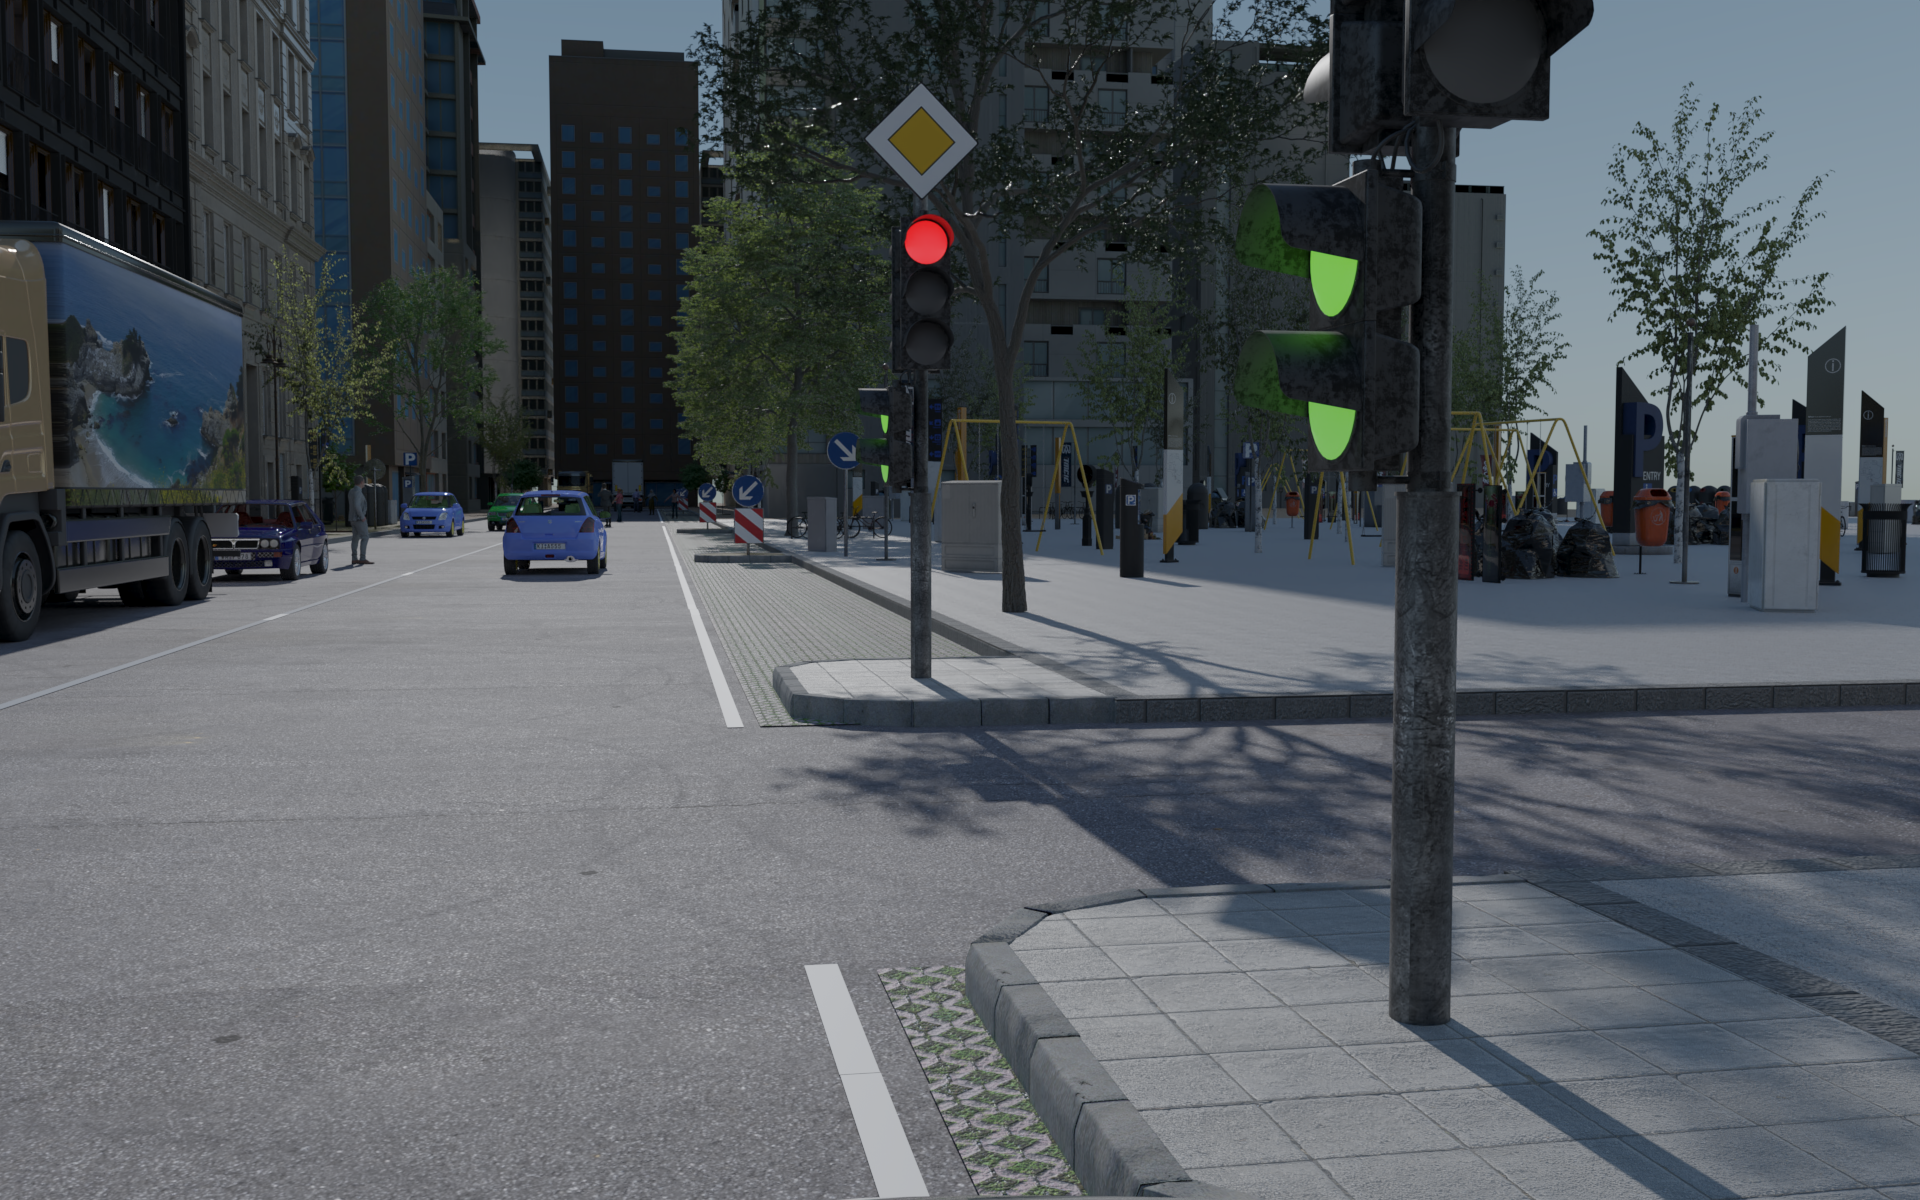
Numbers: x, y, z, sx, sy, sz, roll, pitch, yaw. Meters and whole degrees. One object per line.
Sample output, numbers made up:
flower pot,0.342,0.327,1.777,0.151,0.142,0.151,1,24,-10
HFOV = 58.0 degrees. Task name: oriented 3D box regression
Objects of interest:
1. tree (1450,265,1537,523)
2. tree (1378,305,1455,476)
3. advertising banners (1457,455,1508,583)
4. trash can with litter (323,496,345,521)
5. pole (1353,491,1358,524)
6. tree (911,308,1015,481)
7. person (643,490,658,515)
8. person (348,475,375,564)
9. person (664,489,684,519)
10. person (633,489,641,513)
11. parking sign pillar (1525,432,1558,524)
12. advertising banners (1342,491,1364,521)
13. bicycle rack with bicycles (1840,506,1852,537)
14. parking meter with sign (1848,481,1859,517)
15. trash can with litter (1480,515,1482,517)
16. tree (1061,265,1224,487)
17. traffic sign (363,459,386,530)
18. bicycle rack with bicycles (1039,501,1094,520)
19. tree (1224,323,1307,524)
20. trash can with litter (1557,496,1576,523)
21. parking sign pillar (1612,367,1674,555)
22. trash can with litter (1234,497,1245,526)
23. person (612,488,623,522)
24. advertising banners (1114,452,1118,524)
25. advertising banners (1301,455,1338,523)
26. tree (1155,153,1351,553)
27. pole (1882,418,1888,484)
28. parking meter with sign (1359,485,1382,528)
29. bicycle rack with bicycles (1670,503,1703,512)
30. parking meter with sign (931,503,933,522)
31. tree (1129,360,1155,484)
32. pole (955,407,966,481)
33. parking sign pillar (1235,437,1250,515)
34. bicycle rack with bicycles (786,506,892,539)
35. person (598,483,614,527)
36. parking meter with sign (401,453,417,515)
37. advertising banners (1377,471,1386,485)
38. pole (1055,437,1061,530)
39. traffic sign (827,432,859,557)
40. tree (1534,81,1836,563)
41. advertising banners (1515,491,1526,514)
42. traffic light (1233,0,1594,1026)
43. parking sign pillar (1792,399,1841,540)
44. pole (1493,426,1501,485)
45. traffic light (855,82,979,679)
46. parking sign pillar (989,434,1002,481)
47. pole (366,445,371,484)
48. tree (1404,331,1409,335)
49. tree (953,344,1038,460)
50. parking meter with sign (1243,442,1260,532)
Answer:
tree,17.269,-6.396,54.940,4.737,8.622,4.395,0,3,0
tree,10.505,-5.836,45.780,4.360,8.622,3.978,0,3,0
advertising banners,7.527,-1.805,25.702,0.090,3.025,2.074,-1,4,-13
trash can with litter,-29.492,-4.297,81.647,1.055,1.170,0.624,-2,4,-28
pole,17.067,-4.939,74.596,0.158,3.312,0.155,0,3,0
tree,0.003,-7.112,66.646,4.360,8.622,3.978,0,3,0
person,-21.075,-6.658,118.094,1.217,1.736,0.721,2,4,27
person,-12.294,-1.639,35.398,0.391,1.810,0.635,-3,5,-43
person,-16.628,-5.601,100.787,1.217,1.736,0.721,1,4,9
person,-24.919,-7.670,133.769,0.709,1.838,0.599,1,4,17
parking sign pillar,25.252,-5.303,75.170,1.447,3.967,1.447,-3,5,-40
advertising banners,19.186,-5.364,83.894,2.074,3.025,0.090,-2,4,-29
bicycle rack with bicycles,27.177,-2.411,52.809,2.852,0.926,2.925,2,4,31
parking meter with sign,50.899,-6.206,97.731,1.738,3.016,0.543,-1,4,-11
trash can with litter,28.439,-4.959,92.135,2.233,1.210,1.678,2,4,28
tree,5.446,-6.366,54.440,4.737,8.622,4.395,0,3,0
traffic sign,-21.102,-3.813,62.449,0.768,2.556,0.104,-1,4,-10
bicycle rack with bicycles,5.260,-4.576,88.206,2.852,0.926,2.925,-1,4,-18
tree,13.133,-7.509,73.131,4.737,8.622,4.395,0,3,0
trash can with litter,27.777,-4.138,78.720,2.233,1.210,1.678,0,4,1
parking sign pillar,14.540,-2.972,37.067,1.447,3.967,1.447,-3,4,-38
trash can with litter,11.221,-3.583,69.964,0.624,1.170,1.055,-1,4,-20
person,-17.728,-4.922,89.696,0.721,1.743,1.217,1,4,13
advertising banners,6.448,-4.737,73.643,0.090,3.025,2.074,-1,4,-9
advertising banners,16.042,-4.965,77.368,2.074,3.025,0.090,-2,4,-25
tree,6.486,-5.321,37.364,4.360,8.622,3.978,0,3,0
pole,24.622,-3.205,46.250,0.158,3.312,0.155,0,3,0
parking meter with sign,15.994,-4.328,67.017,0.543,3.016,1.738,-1,4,-22
bicycle rack with bicycles,28.725,-3.269,66.836,2.925,0.926,2.852,0,4,7
parking meter with sign,-1.281,-5.042,78.704,1.738,3.016,0.543,-1,4,-10
tree,10.220,-8.289,85.885,4.360,8.622,3.978,0,3,0
pole,0.046,-2.874,40.836,0.158,3.312,0.155,0,3,0
parking sign pillar,13.256,-5.677,81.294,1.447,3.967,1.447,0,4,-2
bicycle rack with bicycles,-3.738,-2.232,49.876,2.925,0.926,2.852,1,4,23
person,-15.547,-4.164,75.942,0.474,1.900,0.648,3,5,40
parking meter with sign,-22.935,-4.632,72.000,0.543,3.016,1.738,-1,4,-11
advertising banners,12.961,-3.327,50.582,2.074,3.025,0.090,1,4,20
pole,3.531,-4.199,62.499,0.158,3.312,0.155,0,3,0
traffic sign,-2.343,-2.166,35.526,0.768,2.556,0.104,0,4,-7
tree,13.583,-4.989,31.939,4.737,8.622,4.395,0,3,0
advertising banners,24.122,-4.934,76.855,2.074,3.025,0.090,2,4,23
traffic light,1.108,-0.930,4.131,0.839,4.253,0.868,-1,4,-10
parking sign pillar,23.979,-3.680,48.634,1.447,3.967,1.447,3,5,42
pole,16.034,-3.541,51.742,0.158,3.312,0.155,0,3,0
traffic light,-0.291,-1.411,11.993,0.839,4.253,0.868,-1,4,-10
parking sign pillar,1.594,-5.381,76.454,1.447,3.967,1.447,0,4,-7
pole,-24.624,-4.789,72.151,0.158,3.312,0.155,0,3,0
tree,17.770,-6.886,62.944,4.737,8.622,4.395,0,3,0
tree,1.819,-8.125,83.198,4.737,8.622,4.395,0,3,0
parking meter with sign,9.990,-3.843,59.094,0.543,3.016,1.738,1,4,14
